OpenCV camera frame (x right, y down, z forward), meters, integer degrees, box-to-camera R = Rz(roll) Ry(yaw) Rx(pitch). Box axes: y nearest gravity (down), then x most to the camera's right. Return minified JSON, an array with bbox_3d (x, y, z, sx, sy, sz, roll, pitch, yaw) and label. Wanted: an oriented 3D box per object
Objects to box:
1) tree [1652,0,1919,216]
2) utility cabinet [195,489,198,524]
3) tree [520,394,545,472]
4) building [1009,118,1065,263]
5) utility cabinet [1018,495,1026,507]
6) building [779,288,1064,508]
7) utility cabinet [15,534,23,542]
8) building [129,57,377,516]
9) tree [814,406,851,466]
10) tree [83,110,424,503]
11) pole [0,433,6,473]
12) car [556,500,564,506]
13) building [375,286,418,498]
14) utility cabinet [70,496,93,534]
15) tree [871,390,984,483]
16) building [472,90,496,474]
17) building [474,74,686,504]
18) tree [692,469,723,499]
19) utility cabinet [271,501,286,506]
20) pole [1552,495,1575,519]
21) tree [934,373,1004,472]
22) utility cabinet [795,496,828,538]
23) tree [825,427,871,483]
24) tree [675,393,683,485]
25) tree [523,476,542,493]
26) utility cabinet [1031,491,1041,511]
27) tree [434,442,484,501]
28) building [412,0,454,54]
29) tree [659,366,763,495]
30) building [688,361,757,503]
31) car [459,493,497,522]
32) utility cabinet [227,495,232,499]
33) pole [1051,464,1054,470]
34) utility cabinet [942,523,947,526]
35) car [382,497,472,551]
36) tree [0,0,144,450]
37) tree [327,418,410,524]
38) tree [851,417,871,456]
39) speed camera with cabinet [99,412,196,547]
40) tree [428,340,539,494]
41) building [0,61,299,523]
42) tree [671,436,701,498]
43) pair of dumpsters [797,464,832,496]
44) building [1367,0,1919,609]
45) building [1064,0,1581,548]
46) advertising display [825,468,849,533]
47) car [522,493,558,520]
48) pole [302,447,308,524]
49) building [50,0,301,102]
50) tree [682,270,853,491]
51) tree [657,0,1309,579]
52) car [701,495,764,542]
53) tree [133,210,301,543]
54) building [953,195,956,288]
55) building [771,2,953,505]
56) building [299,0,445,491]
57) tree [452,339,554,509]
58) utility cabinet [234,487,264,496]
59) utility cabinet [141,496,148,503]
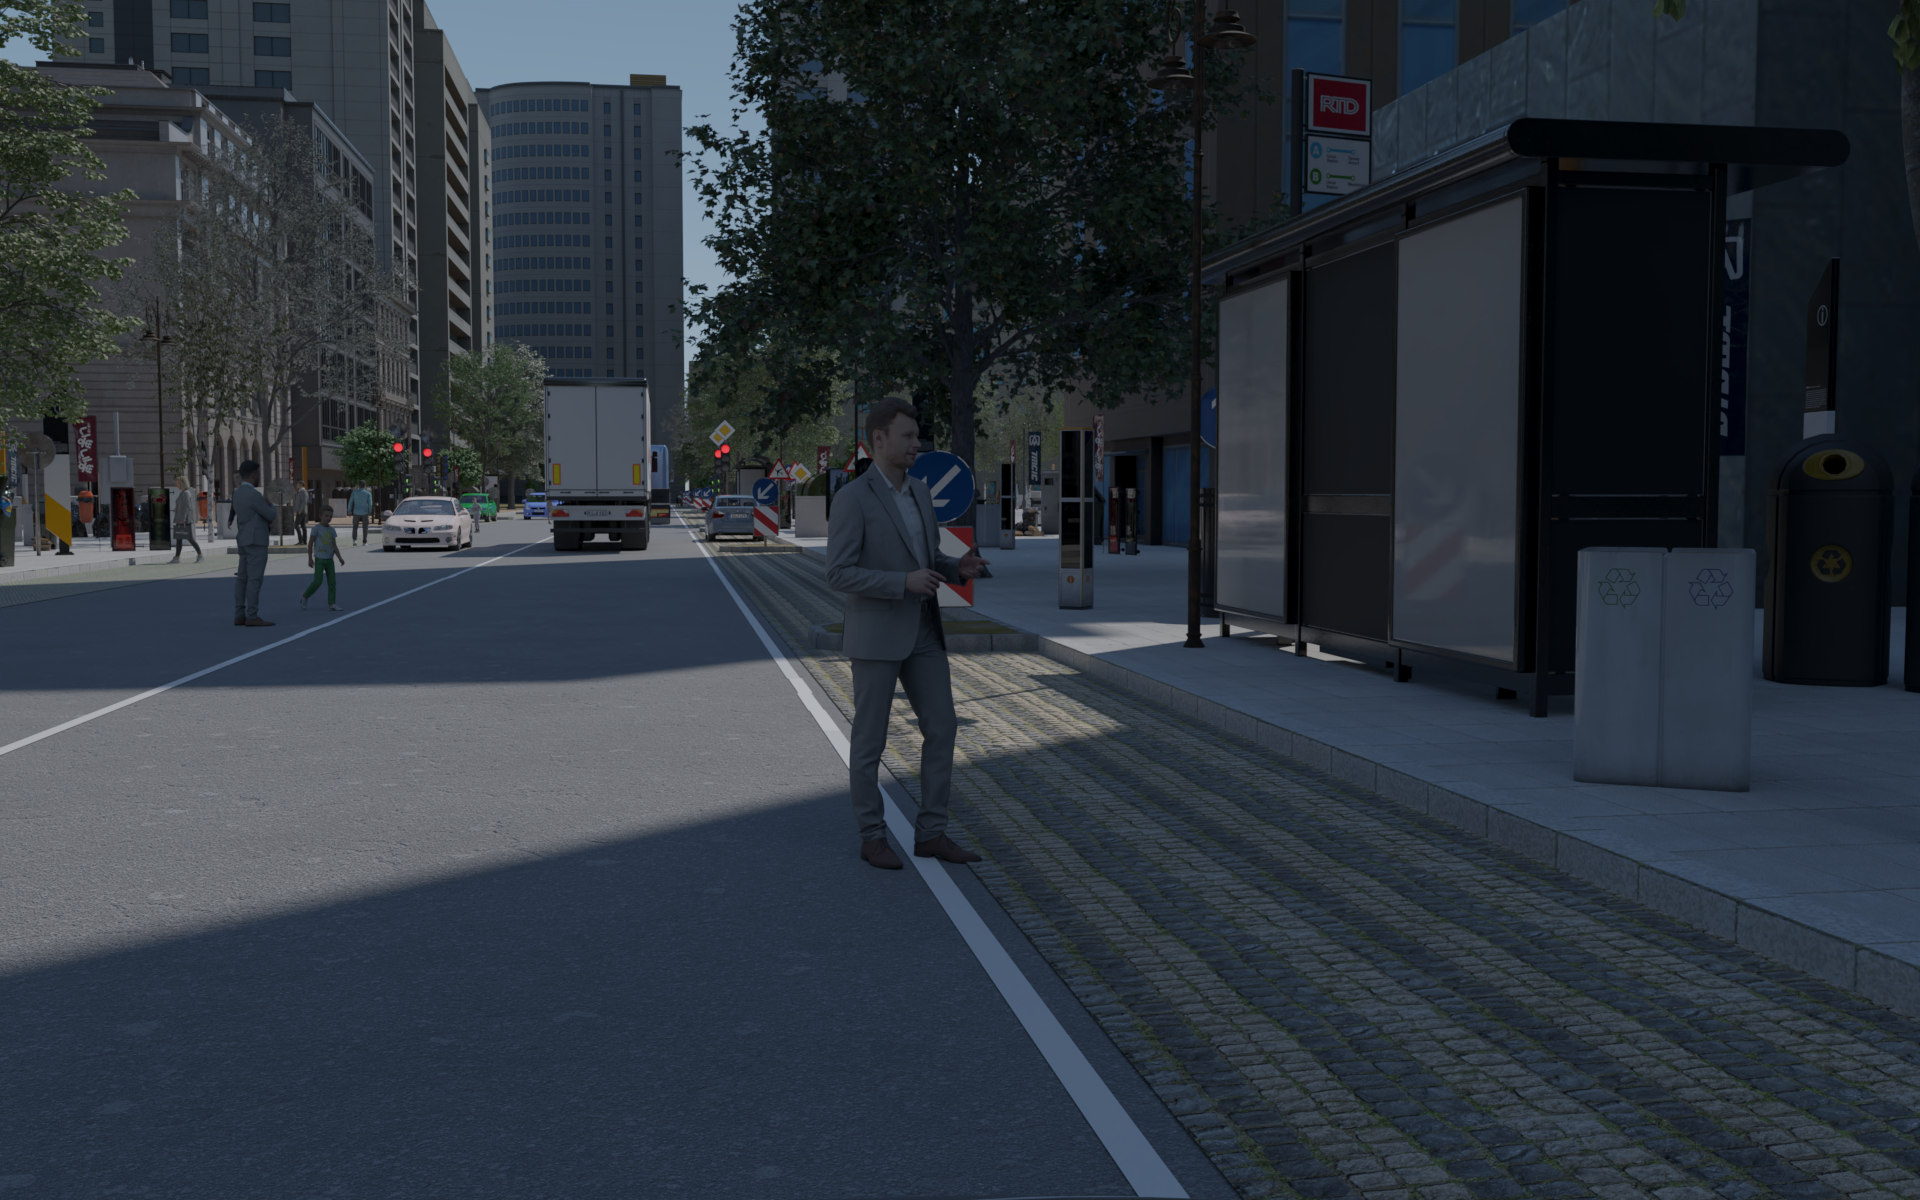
[{"bbox_3d":[3.436,-3.396,5.893,4.737,8.622,4.395,0,3,0],"label":"tree"},{"bbox_3d":[-33.265,-3.998,74.044,1.173,1.500,0.318,-2,4,-33],"label":"utility cabinet"},{"bbox_3d":[-44.528,-17.024,188.718,12.009,13.543,11.850,0,3,0],"label":"tree"},{"bbox_3d":[14.987,-36.038,212.916,21.600,48.544,21.300,-1,4,-10],"label":"building"},{"bbox_3d":[5.519,-8.502,150.175,1.020,1.237,0.306,0,4,6],"label":"utility cabinet"},{"bbox_3d":[-3.722,-20.285,176.705,27.650,21.520,28.899,-1,4,-10],"label":"building"},{"bbox_3d":[-25.807,-2.166,46.569,1.020,1.237,0.306,-2,4,-29],"label":"utility cabinet"},{"bbox_3d":[-46.440,-19.410,110.854,14.314,27.812,24.014,-1,4,-10],"label":"building"},{"bbox_3d":[-10.194,-11.638,140.650,4.360,8.622,3.978,0,3,0],"label":"tree"},{"bbox_3d":[-21.954,-8.837,54.862,12.009,13.543,11.850,0,3,0],"label":"tree"},{"bbox_3d":[-31.743,-3.890,57.452,0.158,3.312,0.155,0,3,0],"label":"pole"},{"bbox_3d":[-24.406,-5.942,106.743,1.945,1.707,3.694,-1,4,-11],"label":"car"},{"bbox_3d":[-48.179,-16.399,132.745,10.561,19.102,19.286,-1,4,-10],"label":"building"},{"bbox_3d":[-28.230,-2.695,55.226,1.020,1.237,0.306,-3,5,-43],"label":"utility cabinet"},{"bbox_3d":[-1.771,-8.831,94.747,4.360,8.622,3.978,0,3,0],"label":"tree"},{"bbox_3d":[-65.170,-35.129,198.053,21.600,48.544,21.300,-1,4,-10],"label":"building"},{"bbox_3d":[-53.375,-42.989,244.874,28.212,58.520,21.231,-1,4,-10],"label":"building"},{"bbox_3d":[-24.169,-11.236,167.415,4.285,4.588,4.351,0,3,0],"label":"tree"},{"bbox_3d":[-23.749,-2.965,59.633,1.020,1.237,0.306,0,3,0],"label":"utility cabinet"},{"bbox_3d":[5.451,-1.333,15.644,0.158,3.312,0.155,0,3,0],"label":"pole"},{"bbox_3d":[0.281,-13.782,143.465,7.486,12.596,7.792,0,3,0],"label":"tree"},{"bbox_3d":[-4.370,-2.453,51.265,1.020,1.237,0.306,0,4,-4],"label":"utility cabinet"},{"bbox_3d":[-3.129,-3.375,49.782,1.663,3.219,1.824,0,3,0],"label":"tree"},{"bbox_3d":[-14.082,-11.732,109.945,7.486,12.596,7.792,0,3,0],"label":"tree"},{"bbox_3d":[-39.627,-10.105,159.818,1.663,3.219,1.824,0,3,0],"label":"tree"},{"bbox_3d":[5.781,-7.557,132.235,0.318,1.500,1.173,-3,5,-42],"label":"utility cabinet"},{"bbox_3d":[-31.551,-7.678,109.254,4.285,4.588,4.351,0,3,0],"label":"tree"},{"bbox_3d":[-61.009,-33.598,173.035,21.300,48.544,21.600,-1,4,-10],"label":"building"},{"bbox_3d":[-18.015,-13.682,134.063,12.009,13.543,11.850,0,3,0],"label":"tree"},{"bbox_3d":[-25.118,-25.037,254.398,28.899,21.520,27.650,-1,4,-10],"label":"building"},{"bbox_3d":[-24.683,-4.858,88.217,1.959,1.807,4.718,-1,4,-8],"label":"car"},{"bbox_3d":[-34.261,-4.347,82.228,0.306,1.237,1.020,2,4,27],"label":"utility cabinet"},{"bbox_3d":[6.313,-7.581,117.784,0.158,3.312,0.155,0,3,0],"label":"pole"},{"bbox_3d":[-0.371,-2.013,41.590,0.318,1.500,1.173,3,5,43],"label":"utility cabinet"},{"bbox_3d":[-13.748,-1.987,44.857,2.083,1.381,4.827,-1,4,-10],"label":"car"},{"bbox_3d":[-17.879,-6.743,28.375,7.486,12.596,7.792,0,3,0],"label":"tree"},{"bbox_3d":[-25.385,-5.552,74.492,4.285,4.588,4.351,0,3,0],"label":"tree"},{"bbox_3d":[-5.285,-10.867,128.032,4.360,8.622,3.978,0,3,0],"label":"tree"},{"bbox_3d":[-19.845,-2.933,42.298,2.038,3.252,0.660,-2,4,-34],"label":"speed camera with cabinet"},{"bbox_3d":[-31.955,-11.657,116.346,9.928,11.665,9.643,0,3,0],"label":"tree"},{"bbox_3d":[-42.476,-15.020,87.372,13.314,21.916,24.055,-1,4,-10],"label":"building"},{"bbox_3d":[-31.705,-16.816,209.346,8.767,10.594,7.601,3,5,40],"label":"tree"},{"bbox_3d":[-4.606,-3.454,58.971,1.574,2.255,4.437,-1,4,-10],"label":"pair of dumpsters"},{"bbox_3d":[20.569,-42.874,13.658,22.319,86.520,31.000,-1,4,-10],"label":"building"},{"bbox_3d":[11.085,-24.108,44.282,14.600,45.320,14.200,-1,4,-10],"label":"building"},{"bbox_3d":[-3.030,-2.302,42.844,0.123,1.923,0.974,2,4,25],"label":"advertising display"},{"bbox_3d":[-23.551,-5.358,97.198,1.945,1.707,3.694,-1,4,-10],"label":"car"},{"bbox_3d":[-28.425,-4.973,75.160,0.158,3.312,0.155,0,3,0],"label":"pole"},{"bbox_3d":[-86.998,-46.247,194.389,20.611,71.187,20.563,-1,4,-10],"label":"building"},{"bbox_3d":[-8.454,-9.969,81.118,7.486,12.596,7.792,0,3,0],"label":"tree"},{"bbox_3d":[0.110,-6.686,26.332,9.611,12.733,9.660,0,3,0],"label":"tree"},{"bbox_3d":[-6.924,-2.521,53.226,2.014,1.417,4.499,-1,4,-10],"label":"car"},{"bbox_3d":[-19.784,-5.835,45.772,4.360,8.622,3.978,0,3,0],"label":"tree"},{"bbox_3d":[-2.066,-36.736,250.745,14.200,45.320,14.600,-1,4,-10],"label":"building"},{"bbox_3d":[-11.550,-40.439,203.169,21.231,58.520,28.212,-1,4,-10],"label":"building"},{"bbox_3d":[-56.627,-43.615,151.350,20.563,71.187,20.611,-1,4,-10],"label":"building"},{"bbox_3d":[-37.394,-14.517,144.001,9.857,13.997,8.962,0,3,0],"label":"tree"},{"bbox_3d":[-23.456,-2.966,57.176,0.318,1.500,1.173,1,4,13],"label":"utility cabinet"},{"bbox_3d":[-34.753,-3.862,74.301,1.020,1.237,0.306,3,4,39],"label":"utility cabinet"}]
